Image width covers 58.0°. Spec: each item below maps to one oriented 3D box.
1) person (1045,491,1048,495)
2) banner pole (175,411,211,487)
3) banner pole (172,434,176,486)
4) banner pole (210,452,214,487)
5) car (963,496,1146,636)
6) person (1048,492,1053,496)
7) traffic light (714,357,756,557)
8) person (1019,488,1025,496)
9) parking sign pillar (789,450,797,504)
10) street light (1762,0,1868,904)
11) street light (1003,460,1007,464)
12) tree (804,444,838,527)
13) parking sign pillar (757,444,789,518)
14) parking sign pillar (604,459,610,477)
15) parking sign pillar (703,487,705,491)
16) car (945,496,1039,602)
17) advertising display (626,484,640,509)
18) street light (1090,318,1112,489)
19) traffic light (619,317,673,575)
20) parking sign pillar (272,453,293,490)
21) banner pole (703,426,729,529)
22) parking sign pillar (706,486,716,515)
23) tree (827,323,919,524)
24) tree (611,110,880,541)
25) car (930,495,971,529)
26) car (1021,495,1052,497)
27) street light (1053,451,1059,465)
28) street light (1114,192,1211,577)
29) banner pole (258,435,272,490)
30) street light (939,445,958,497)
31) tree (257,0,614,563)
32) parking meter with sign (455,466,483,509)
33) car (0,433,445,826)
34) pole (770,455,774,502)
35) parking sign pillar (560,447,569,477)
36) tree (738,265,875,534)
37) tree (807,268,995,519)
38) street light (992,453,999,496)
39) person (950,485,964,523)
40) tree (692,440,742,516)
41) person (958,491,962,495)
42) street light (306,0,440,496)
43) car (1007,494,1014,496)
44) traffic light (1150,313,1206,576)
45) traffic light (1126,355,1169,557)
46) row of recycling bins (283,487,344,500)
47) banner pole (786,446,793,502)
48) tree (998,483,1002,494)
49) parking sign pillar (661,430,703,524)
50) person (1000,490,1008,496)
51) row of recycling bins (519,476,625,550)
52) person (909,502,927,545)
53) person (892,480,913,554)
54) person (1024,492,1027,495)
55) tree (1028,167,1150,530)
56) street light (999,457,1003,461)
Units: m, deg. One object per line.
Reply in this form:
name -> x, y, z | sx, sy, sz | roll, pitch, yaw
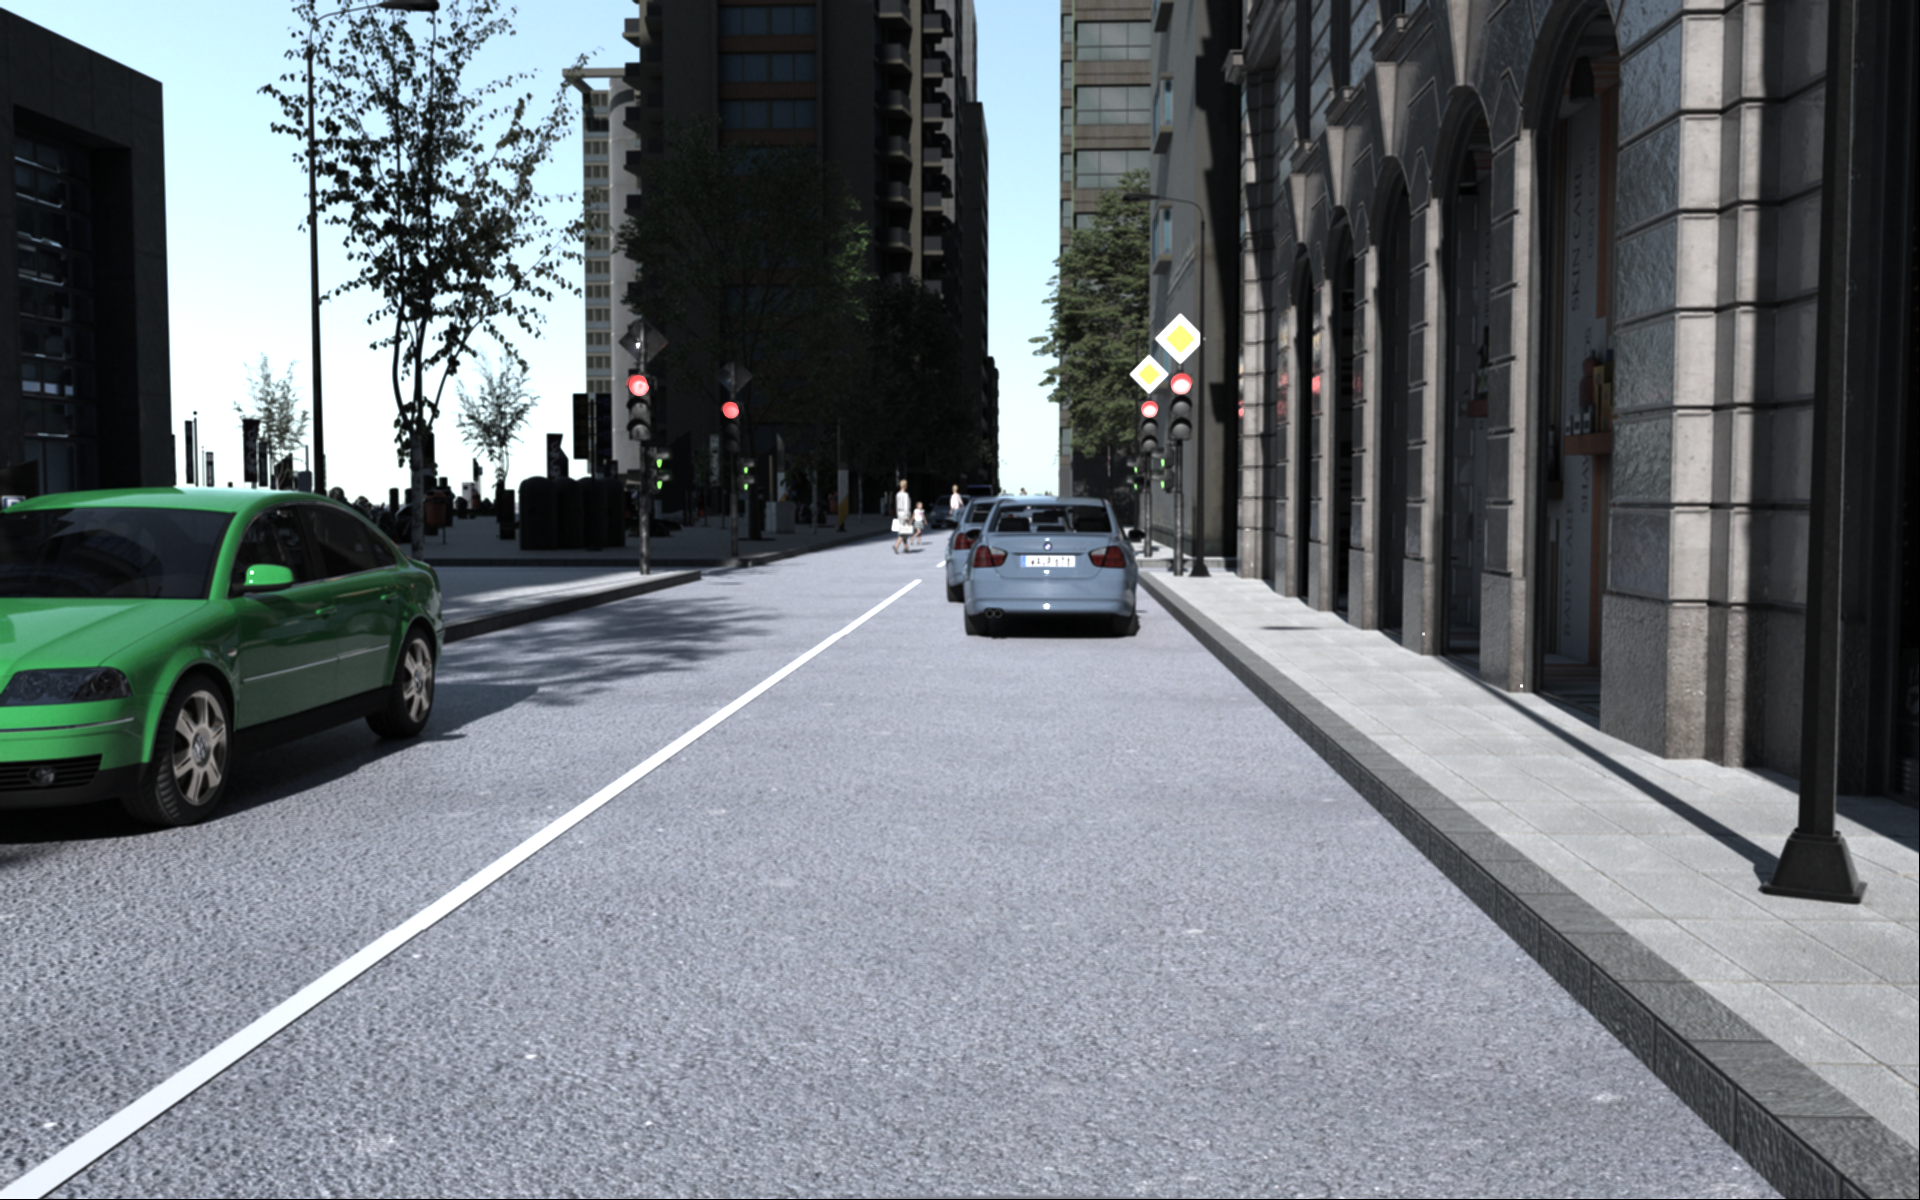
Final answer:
person -> 12.615, -14.985, 253.139 | 1.348, 1.869, 0.705 | -3, 4, -36
banner pole -> -23.019, -3.789, 51.967 | 0.401, 3.779, 0.863 | 0, 4, 4
banner pole -> -28.925, -4.494, 63.488 | 0.401, 3.779, 0.863 | 0, 4, 3
banner pole -> -39.141, -6.121, 90.089 | 0.401, 3.779, 0.863 | 2, 4, 31
car -> 1.019, -0.415, 18.794 | 2.014, 1.417, 4.499 | 0, 4, 5
person -> 12.090, -13.613, 231.601 | 0.617, 1.759, 0.750 | 1, 4, 16
traffic light -> -4.610, -2.844, 35.420 | 0.839, 4.253, 0.868 | 0, 4, 3
person -> 3.671, -5.778, 103.236 | 0.850, 1.792, 0.678 | 1, 4, 10
parking sign pillar -> -10.116, -6.999, 102.912 | 1.447, 3.967, 1.447 | -2, 4, -27
street light -> 2.221, -2.013, 5.449 | 1.470, 5.913, 1.316 | 0, 4, 3
street light -> 5.385, -16.205, 237.493 | 1.470, 5.913, 1.316 | 0, 4, 3
tree -> -5.227, -4.429, 67.021 | 1.663, 3.219, 1.824 | 0, 3, 0
parking sign pillar -> -10.232, -6.359, 92.449 | 1.447, 3.967, 1.447 | 1, 4, 19
parking sign pillar -> -22.670, -7.488, 110.904 | 1.447, 3.967, 1.447 | 0, 4, -3
parking sign pillar -> -13.089, -5.730, 82.165 | 1.447, 3.967, 1.447 | 0, 4, 7
car -> 0.765, -0.748, 24.236 | 2.014, 1.417, 4.499 | 0, 4, 3
advertising display -> -20.769, -6.419, 110.158 | 0.974, 1.923, 0.123 | 2, 4, 24
street light -> 4.124, -4.481, 45.807 | 1.470, 5.913, 1.316 | 0, 4, 3
traffic light -> -4.996, -2.356, 27.445 | 0.839, 4.253, 0.868 | 0, 4, 3
parking sign pillar -> -43.808, -7.557, 112.030 | 1.447, 3.967, 1.447 | 2, 4, 32
banner pole -> -8.900, -4.510, 63.754 | 0.863, 3.779, 0.401 | 2, 4, 35
parking sign pillar -> -15.570, -7.135, 105.135 | 1.447, 3.967, 1.447 | 1, 4, 17
tree -> -4.140, -7.595, 74.545 | 4.360, 8.622, 3.978 | 0, 3, 0
tree -> -5.834, -7.462, 47.766 | 9.928, 11.665, 9.643 | 0, 3, 0
car -> -0.242, -3.704, 72.558 | 2.014, 1.417, 4.499 | 0, 4, 3
car -> 2.020, -2.059, 45.666 | 2.014, 1.417, 4.499 | 0, 4, 3
street light -> 11.061, -13.060, 186.074 | 1.470, 5.913, 1.316 | 0, 4, 3
street light -> 3.193, -3.319, 26.807 | 1.470, 5.913, 1.316 | 0, 4, 3
banner pole -> -29.361, -5.096, 73.333 | 0.401, 3.779, 0.863 | 2, 4, 30
street light -> -0.750, -8.561, 112.521 | 1.470, 5.913, 1.316 | 0, 4, 3
tree -> -6.727, -4.381, 21.997 | 4.360, 8.622, 3.978 | 0, 3, 0
parking meter with sign -> -31.147, -6.938, 109.698 | 1.738, 3.016, 0.543 | 1, 4, 12
car -> -4.122, -0.006, 8.895 | 1.959, 1.807, 4.718 | 0, 4, 2
pole -> -9.936, -5.970, 91.447 | 0.158, 3.312, 0.155 | 0, 3, 0
parking sign pillar -> -20.712, -6.183, 89.557 | 1.447, 3.967, 1.447 | -3, 5, -39
tree -> -4.872, -6.409, 55.143 | 4.737, 8.622, 4.395 | 0, 3, 0
tree -> -2.995, -10.462, 88.067 | 9.611, 12.733, 9.660 | 0, 3, 0
street light -> 3.316, -13.608, 195.030 | 1.470, 5.913, 1.316 | 0, 4, 3
person -> 0.012, -3.013, 58.437 | 0.598, 1.740, 0.731 | 1, 4, 18
tree -> -14.163, -7.153, 100.668 | 4.285, 4.588, 4.351 | 0, 3, 0
person -> -0.017, -6.043, 109.105 | 0.330, 1.601, 0.589 | 0, 4, 7
street light -> -5.551, -2.679, 16.338 | 1.470, 5.913, 1.316 | 0, 4, 3
car -> 5.003, -10.394, 180.167 | 2.015, 1.641, 3.980 | 0, 4, 3
traffic light -> 3.406, -2.332, 27.055 | 0.839, 4.253, 0.868 | 0, 4, 3
traffic light -> 3.792, -2.820, 35.031 | 0.839, 4.253, 0.868 | 0, 4, 3
row of recycling bins -> -37.021, -5.629, 99.150 | 3.534, 1.692, 1.069 | 0, 4, -1
banner pole -> -8.858, -6.044, 88.830 | 0.863, 3.779, 0.401 | 1, 4, 14
tree -> 5.731, -16.797, 269.232 | 1.663, 3.219, 1.824 | 0, 3, 0
parking sign pillar -> -12.029, -5.213, 73.711 | 1.447, 3.967, 1.447 | 1, 4, 13
person -> 4.079, -9.181, 158.595 | 1.348, 1.826, 0.705 | 1, 4, 20
row of recycling bins -> -9.130, -2.082, 41.161 | 1.069, 1.692, 3.534 | 2, 4, 24
person -> -1.165, -2.160, 48.824 | 0.505, 1.210, 0.382 | -3, 5, -44
person -> -1.406, -2.006, 41.658 | 0.624, 1.780, 0.694 | -1, 4, -23
person -> 8.371, -12.767, 217.963 | 0.721, 1.743, 1.217 | 2, 4, 24
tree -> 6.124, -8.739, 61.005 | 7.486, 12.596, 7.792 | 0, 3, 0
street light -> 4.271, -14.908, 216.282 | 1.470, 5.913, 1.316 | 0, 4, 3
